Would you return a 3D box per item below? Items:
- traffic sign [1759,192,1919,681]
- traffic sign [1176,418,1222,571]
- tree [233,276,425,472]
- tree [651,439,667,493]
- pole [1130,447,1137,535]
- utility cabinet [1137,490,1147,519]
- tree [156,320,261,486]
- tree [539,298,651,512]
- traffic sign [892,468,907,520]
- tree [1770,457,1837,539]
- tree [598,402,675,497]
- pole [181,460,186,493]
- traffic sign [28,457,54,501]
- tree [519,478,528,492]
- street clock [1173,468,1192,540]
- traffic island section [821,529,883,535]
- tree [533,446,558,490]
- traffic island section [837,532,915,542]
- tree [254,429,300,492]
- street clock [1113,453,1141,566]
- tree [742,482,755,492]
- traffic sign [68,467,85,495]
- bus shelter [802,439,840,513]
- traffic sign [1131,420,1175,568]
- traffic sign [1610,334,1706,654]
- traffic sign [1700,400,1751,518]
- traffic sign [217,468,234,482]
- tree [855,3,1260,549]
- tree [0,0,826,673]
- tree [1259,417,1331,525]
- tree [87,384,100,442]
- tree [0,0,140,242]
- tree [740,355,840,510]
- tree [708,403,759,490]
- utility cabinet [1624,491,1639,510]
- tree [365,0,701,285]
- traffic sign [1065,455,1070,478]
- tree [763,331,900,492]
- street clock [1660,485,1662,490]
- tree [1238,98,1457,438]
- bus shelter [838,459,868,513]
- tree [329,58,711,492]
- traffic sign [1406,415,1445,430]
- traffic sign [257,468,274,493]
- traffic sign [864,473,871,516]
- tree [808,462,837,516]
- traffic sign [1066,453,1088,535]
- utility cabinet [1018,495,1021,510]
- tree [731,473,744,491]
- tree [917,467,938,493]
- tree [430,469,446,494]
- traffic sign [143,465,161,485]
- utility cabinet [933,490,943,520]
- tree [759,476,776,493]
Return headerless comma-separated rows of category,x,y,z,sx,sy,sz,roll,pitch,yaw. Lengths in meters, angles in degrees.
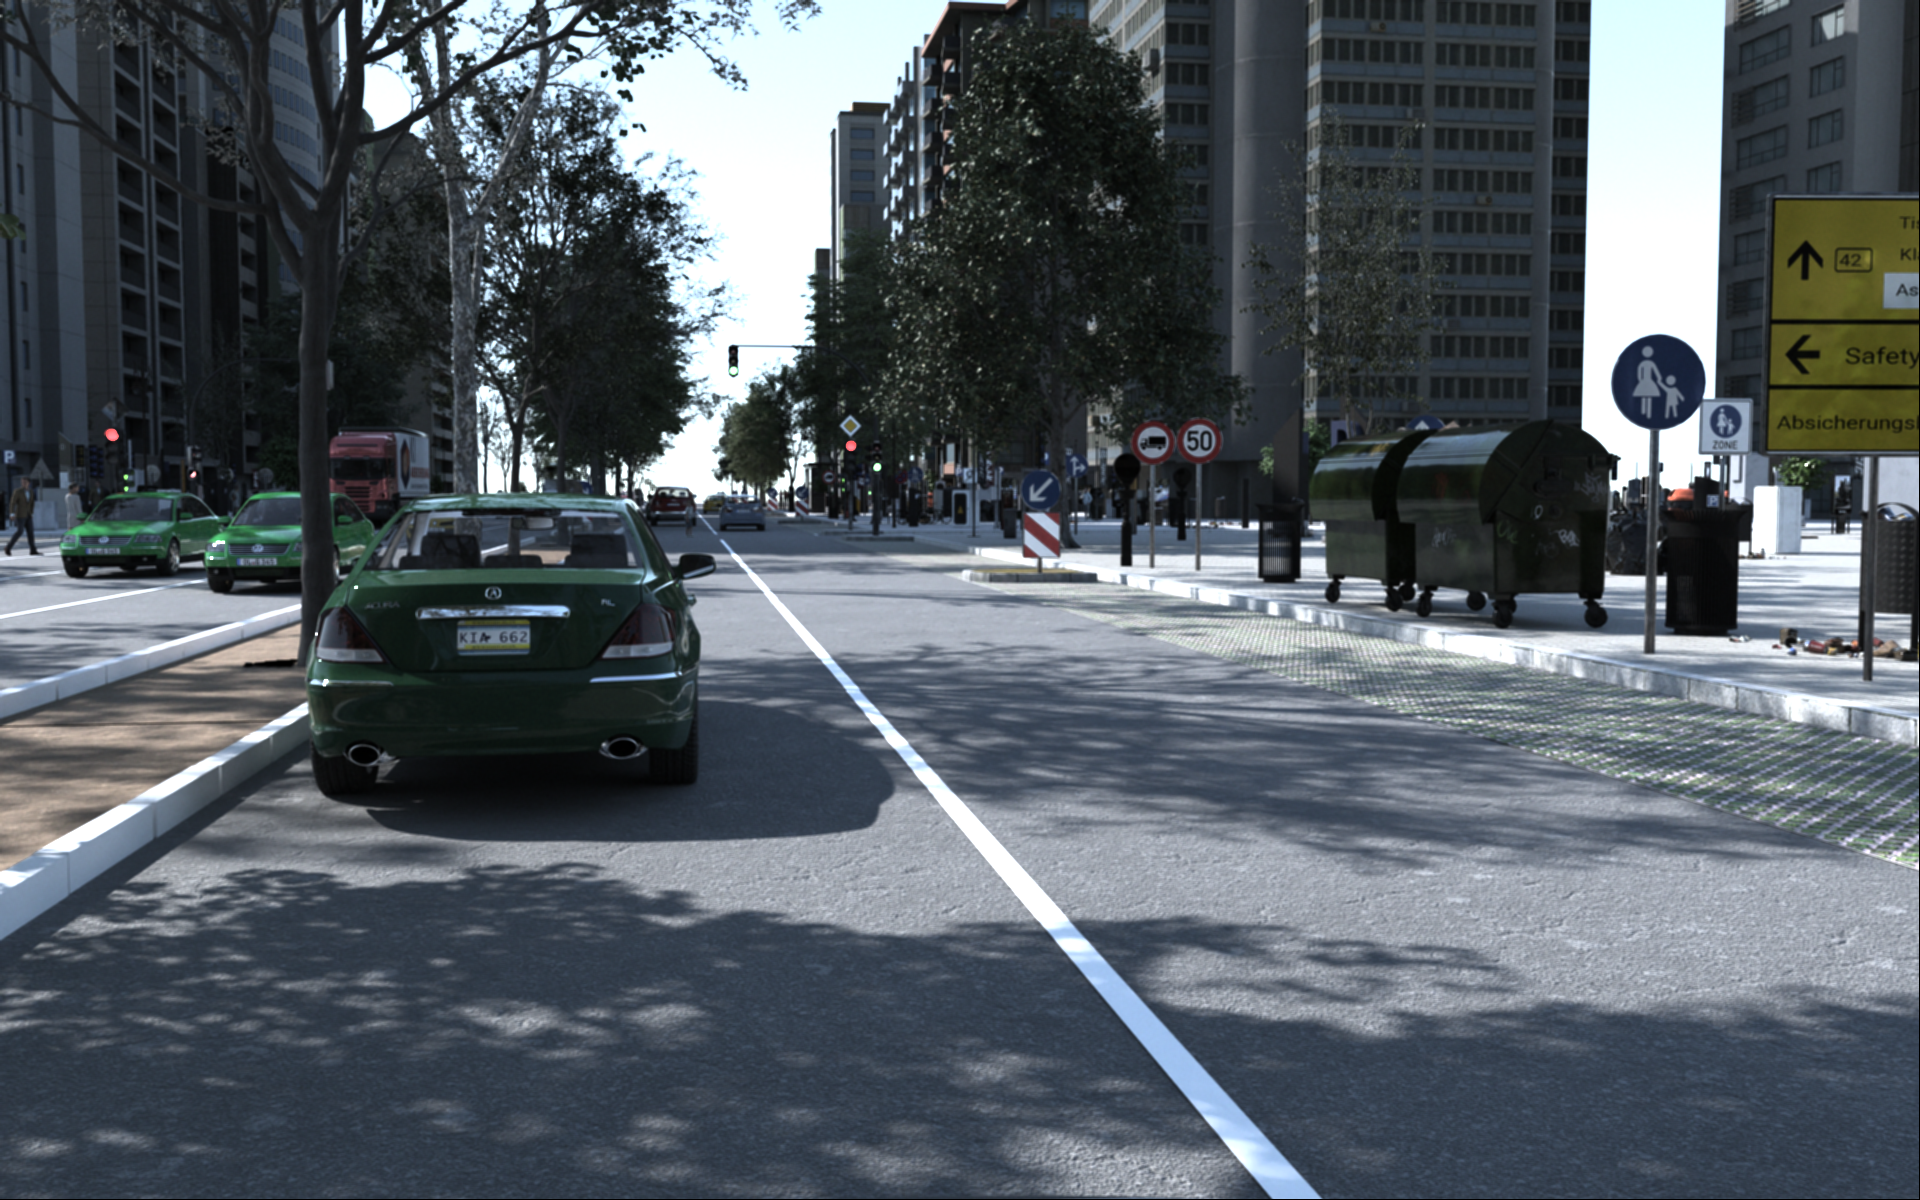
traffic sign,6.562,-1.097,11.803,2.265,3.308,0.079,0,4,-1
traffic sign,3.995,-1.767,28.991,0.768,2.556,0.104,0,4,0
tree,-35.043,-11.627,96.758,9.857,13.997,8.962,0,3,0
tree,-22.060,-10.067,117.421,4.360,8.622,3.978,0,3,0
pole,5.483,-3.720,54.666,0.158,3.312,0.155,0,3,0
utility cabinet,9.231,-4.842,87.850,0.318,1.500,1.173,1,4,17
tree,-31.140,-7.468,72.457,4.360,8.622,3.978,0,3,0
tree,-13.199,-6.655,61.628,4.360,8.622,3.978,0,3,0
traffic sign,-2.931,-5.174,84.694,0.768,2.556,0.104,0,4,-6
tree,24.375,-3.402,50.218,1.663,3.219,1.824,0,3,0
tree,-19.170,-10.297,96.568,9.928,11.665,9.643,0,3,0
pole,-46.077,-6.665,102.809,0.158,3.312,0.155,0,3,0
traffic sign,-32.595,-3.758,61.443,0.884,2.594,0.081,0,4,-8
tree,-52.062,-12.888,205.319,1.663,3.219,1.824,0,3,0
street clock,6.162,-2.662,48.091,0.471,2.002,0.358,-1,4,-12
traffic island section,-3.857,-2.395,61.446,2.009,0.180,2.903,-1,4,-9
tree,-61.320,-18.801,257.758,4.737,8.622,4.395,0,3,0
traffic island section,-2.586,-1.913,53.562,2.009,0.180,2.903,-1,4,-9
tree,-33.531,-6.301,86.740,4.285,4.588,4.351,0,3,0
street clock,2.964,-1.605,30.810,0.471,2.002,0.358,0,4,0
tree,-29.454,-17.640,238.769,4.737,8.622,4.395,0,3,0
traffic sign,-33.041,-3.833,64.791,0.606,2.300,0.079,0,4,-5
bus shelter,-9.723,-8.685,119.634,2.179,5.291,8.768,-1,4,-9
traffic sign,3.335,-1.828,29.992,0.768,2.556,0.104,0,3,0
traffic sign,5.555,-0.842,13.877,0.768,2.556,0.104,0,4,-2
traffic sign,8.182,-1.008,18.609,0.606,2.300,0.079,0,4,-8
traffic sign,-34.562,-4.979,81.517,0.768,2.556,0.104,0,4,0
tree,2.239,-7.576,40.872,9.611,12.733,9.660,0,3,0
tree,-5.367,-6.195,14.112,12.009,13.543,11.850,0,3,0
tree,15.095,-5.718,77.208,4.285,4.588,4.351,0,3,0
tree,-54.298,-9.470,105.202,4.360,8.622,3.978,0,3,0
tree,-4.196,-5.125,4.373,7.486,12.596,7.792,0,3,0
tree,-12.469,-12.419,128.804,9.928,11.665,9.643,0,3,0
tree,-27.041,-18.390,217.676,9.611,12.733,9.660,0,3,0
utility cabinet,45.888,-6.685,117.978,1.173,1.500,0.318,0,4,3
tree,-6.478,-10.271,26.277,12.611,20.169,13.585,0,3,0
traffic sign,3.307,-3.380,55.363,0.768,2.556,0.104,0,4,0
tree,-7.011,-10.018,98.214,8.767,10.594,7.601,0,4,-2
street clock,51.677,-7.561,128.199,0.471,2.002,0.358,0,4,-3
tree,7.354,-5.003,32.162,4.360,8.622,3.978,0,3,0
bus shelter,-7.334,-7.761,118.169,1.731,3.624,6.357,-1,4,-9
tree,-9.521,-6.087,36.399,8.767,10.594,7.601,-1,4,-9
traffic sign,7.502,-1.707,28.022,0.768,2.556,0.104,0,4,-7
traffic sign,-33.548,-5.112,83.693,0.768,2.556,0.104,0,4,-7
traffic sign,-5.663,-6.277,102.734,0.768,2.556,0.104,0,4,0
tree,-8.104,-6.644,103.232,1.663,3.219,1.824,0,3,0
traffic sign,3.645,-3.323,54.431,0.768,2.556,0.104,0,4,-8
utility cabinet,3.813,-6.239,113.163,0.306,1.237,1.020,3,4,36
tree,-32.731,-18.631,254.979,4.360,8.622,3.978,0,3,0
tree,-2.257,-7.875,123.359,1.663,3.219,1.824,0,3,0
tree,-41.273,-8.671,136.377,1.663,3.219,1.824,0,3,0
traffic sign,-35.030,-4.584,75.048,0.768,2.556,0.104,0,4,-5
utility cabinet,-1.054,-4.627,84.332,0.318,1.500,1.173,-1,4,-11
tree,-18.489,-10.622,168.270,1.663,3.219,1.824,0,3,0
